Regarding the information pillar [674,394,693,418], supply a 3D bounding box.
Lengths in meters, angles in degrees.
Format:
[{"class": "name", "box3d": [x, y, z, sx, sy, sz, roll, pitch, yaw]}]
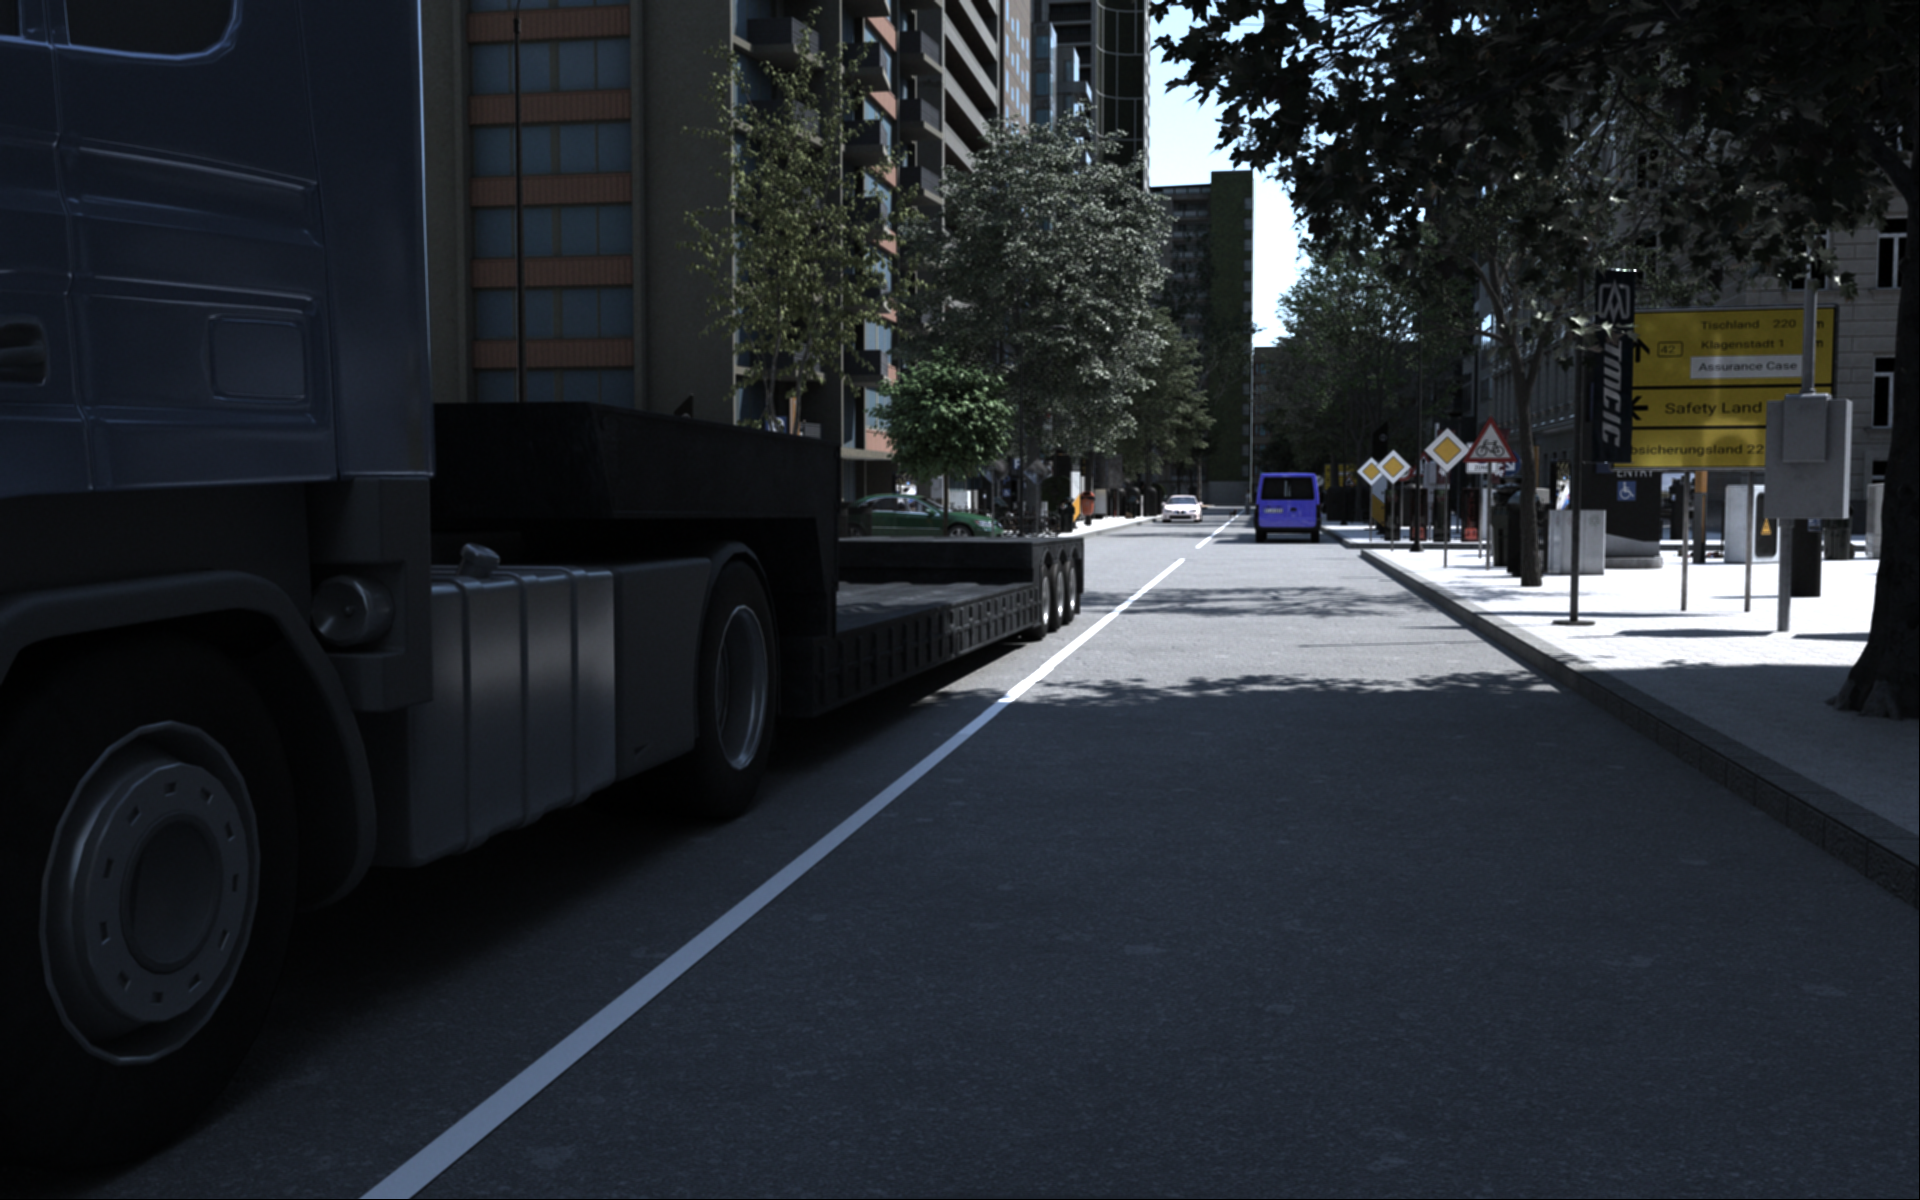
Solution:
[{"class": "information pillar", "box3d": [-6.502, -3.029, 40.883, 0.504, 3.616, 0.183, 1, 4, 19]}]

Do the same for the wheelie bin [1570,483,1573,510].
[{"class": "wheelie bin", "box3d": [17.406, -2.487, 48.572, 0.980, 1.594, 0.693, 1, 4, 14]}]

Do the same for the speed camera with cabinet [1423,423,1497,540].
[{"class": "speed camera with cabinet", "box3d": [13.986, -3.298, 48.255, 2.038, 3.252, 0.660, 1, 4, 19]}]

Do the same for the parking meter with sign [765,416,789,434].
[{"class": "parking meter with sign", "box3d": [-4.423, -2.561, 38.132, 0.543, 3.016, 1.738, 1, 4, 23]}]

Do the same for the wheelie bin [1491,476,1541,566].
[{"class": "wheelie bin", "box3d": [9.832, -1.393, 30.684, 0.693, 1.594, 0.980, -2, 4, -34]}]

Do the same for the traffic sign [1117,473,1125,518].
[{"class": "traffic sign", "box3d": [8.564, -5.731, 93.810, 0.768, 2.556, 0.104, 1, 4, 14]}]

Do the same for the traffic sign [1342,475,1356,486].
[{"class": "traffic sign", "box3d": [25.402, -6.919, 113.125, 0.884, 2.594, 0.081, 1, 4, 14]}]

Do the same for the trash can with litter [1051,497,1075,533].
[{"class": "trash can with litter", "box3d": [3.341, -2.820, 57.491, 0.624, 1.170, 1.055, -2, 4, -33]}]

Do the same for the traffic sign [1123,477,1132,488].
[{"class": "traffic sign", "box3d": [10.672, -6.737, 111.340, 0.795, 2.450, 0.064, 1, 4, 13]}]

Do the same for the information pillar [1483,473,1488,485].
[{"class": "information pillar", "box3d": [30.918, -6.754, 101.788, 0.183, 3.616, 0.504, -3, 4, -39]}]

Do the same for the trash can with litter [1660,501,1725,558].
[{"class": "trash can with litter", "box3d": [15.375, -1.477, 35.204, 2.233, 1.210, 1.678, 3, 4, 37]}]

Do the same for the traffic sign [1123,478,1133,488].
[{"class": "traffic sign", "box3d": [10.939, -6.766, 112.753, 0.606, 2.300, 0.079, 1, 4, 11]}]

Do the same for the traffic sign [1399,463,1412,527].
[{"class": "traffic sign", "box3d": [17.283, -4.135, 67.711, 0.768, 2.556, 0.104, 1, 4, 14]}]

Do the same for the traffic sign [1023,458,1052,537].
[{"class": "traffic sign", "box3d": [2.152, -2.724, 48.177, 0.795, 2.450, 0.064, 1, 4, 10]}]

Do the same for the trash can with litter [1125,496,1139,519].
[{"class": "trash can with litter", "box3d": [8.964, -4.842, 90.546, 0.624, 1.170, 1.055, 1, 4, 16]}]

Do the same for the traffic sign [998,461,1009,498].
[{"class": "traffic sign", "box3d": [1.421, -3.894, 63.779, 0.768, 2.556, 0.104, 1, 4, 16]}]

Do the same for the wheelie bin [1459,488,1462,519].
[{"class": "wheelie bin", "box3d": [26.217, -4.998, 89.629, 0.980, 1.594, 0.693, 3, 5, 41]}]

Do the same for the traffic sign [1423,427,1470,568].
[{"class": "traffic sign", "box3d": [8.423, -1.762, 29.998, 0.795, 2.450, 0.064, 1, 4, 10]}]

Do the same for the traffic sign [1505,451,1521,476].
[{"class": "traffic sign", "box3d": [15.808, -3.056, 50.071, 0.768, 2.556, 0.104, 1, 4, 15]}]

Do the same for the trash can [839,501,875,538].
[{"class": "trash can", "box3d": [-2.020, -1.355, 33.813, 0.748, 1.137, 0.748, 0, 3, 0]}]

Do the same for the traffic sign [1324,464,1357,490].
[{"class": "traffic sign", "box3d": [25.601, -7.488, 116.307, 2.265, 3.308, 0.079, 1, 4, 19]}]

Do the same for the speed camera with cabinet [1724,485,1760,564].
[{"class": "speed camera with cabinet", "box3d": [15.119, -2.319, 32.245, 2.038, 3.252, 0.660, -2, 4, -32]}]

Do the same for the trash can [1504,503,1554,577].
[{"class": "trash can", "box3d": [8.822, -0.932, 26.898, 0.748, 1.137, 0.748, 0, 3, 0]}]

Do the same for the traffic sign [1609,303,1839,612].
[{"class": "traffic sign", "box3d": [8.270, -1.528, 18.854, 2.265, 3.308, 0.079, 1, 4, 15]}]

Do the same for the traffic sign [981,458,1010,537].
[{"class": "traffic sign", "box3d": [0.770, -2.243, 40.312, 0.795, 2.450, 0.064, 1, 4, 10]}]

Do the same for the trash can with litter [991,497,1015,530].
[{"class": "trash can with litter", "box3d": [1.597, -3.071, 61.594, 1.055, 1.170, 0.624, 3, 5, 43]}]

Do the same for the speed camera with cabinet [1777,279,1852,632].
[{"class": "speed camera with cabinet", "box3d": [8.503, -1.313, 15.809, 2.038, 3.252, 0.660, 2, 4, 32]}]

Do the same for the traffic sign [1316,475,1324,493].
[{"class": "traffic sign", "box3d": [24.154, -7.140, 116.838, 0.768, 2.556, 0.104, 1, 4, 13]}]

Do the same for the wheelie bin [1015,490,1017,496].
[{"class": "wheelie bin", "box3d": [4.189, -6.860, 120.072, 0.980, 1.594, 0.693, 2, 4, 27]}]

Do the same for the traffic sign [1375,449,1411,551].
[{"class": "traffic sign", "box3d": [9.675, -2.146, 38.732, 0.795, 2.450, 0.064, 1, 4, 10]}]

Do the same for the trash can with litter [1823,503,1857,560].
[{"class": "trash can with litter", "box3d": [17.152, -1.375, 33.869, 0.624, 1.170, 1.055, 3, 4, 37]}]

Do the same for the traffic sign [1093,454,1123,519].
[{"class": "traffic sign", "box3d": [7.126, -5.751, 87.908, 2.265, 3.308, 0.079, 1, 4, 15]}]

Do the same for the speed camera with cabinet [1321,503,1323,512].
[{"class": "speed camera with cabinet", "box3d": [26.177, -7.701, 120.249, 2.038, 3.252, 0.660, 1, 4, 21]}]

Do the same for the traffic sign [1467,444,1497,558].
[{"class": "traffic sign", "box3d": [10.358, -1.975, 34.420, 0.606, 2.300, 0.079, 1, 4, 11]}]

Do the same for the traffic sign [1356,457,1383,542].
[{"class": "traffic sign", "box3d": [11.057, -2.627, 46.597, 0.795, 2.450, 0.064, 1, 4, 10]}]

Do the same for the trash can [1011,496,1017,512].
[{"class": "trash can", "box3d": [3.568, -6.297, 114.606, 0.748, 1.137, 0.748, 0, 3, 0]}]

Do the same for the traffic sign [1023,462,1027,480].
[{"class": "traffic sign", "box3d": [2.539, -3.870, 63.388, 0.768, 2.556, 0.104, 1, 4, 18]}]

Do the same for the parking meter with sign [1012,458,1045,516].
[{"class": "parking meter with sign", "box3d": [3.513, -5.653, 88.693, 1.738, 3.016, 0.543, -3, 4, -37]}]

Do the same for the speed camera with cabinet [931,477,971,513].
[{"class": "speed camera with cabinet", "box3d": [-0.483, -5.937, 91.404, 2.038, 3.252, 0.660, 1, 4, 18]}]

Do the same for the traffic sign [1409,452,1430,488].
[{"class": "traffic sign", "box3d": [14.170, -3.240, 52.981, 0.884, 2.594, 0.081, 1, 4, 17]}]

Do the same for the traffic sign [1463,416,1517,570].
[{"class": "traffic sign", "box3d": [8.878, -1.777, 29.062, 0.884, 2.594, 0.081, 1, 4, 10]}]

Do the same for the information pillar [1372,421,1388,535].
[{"class": "information pillar", "box3d": [13.325, -3.889, 54.941, 0.504, 3.616, 0.183, 1, 4, 11]}]
